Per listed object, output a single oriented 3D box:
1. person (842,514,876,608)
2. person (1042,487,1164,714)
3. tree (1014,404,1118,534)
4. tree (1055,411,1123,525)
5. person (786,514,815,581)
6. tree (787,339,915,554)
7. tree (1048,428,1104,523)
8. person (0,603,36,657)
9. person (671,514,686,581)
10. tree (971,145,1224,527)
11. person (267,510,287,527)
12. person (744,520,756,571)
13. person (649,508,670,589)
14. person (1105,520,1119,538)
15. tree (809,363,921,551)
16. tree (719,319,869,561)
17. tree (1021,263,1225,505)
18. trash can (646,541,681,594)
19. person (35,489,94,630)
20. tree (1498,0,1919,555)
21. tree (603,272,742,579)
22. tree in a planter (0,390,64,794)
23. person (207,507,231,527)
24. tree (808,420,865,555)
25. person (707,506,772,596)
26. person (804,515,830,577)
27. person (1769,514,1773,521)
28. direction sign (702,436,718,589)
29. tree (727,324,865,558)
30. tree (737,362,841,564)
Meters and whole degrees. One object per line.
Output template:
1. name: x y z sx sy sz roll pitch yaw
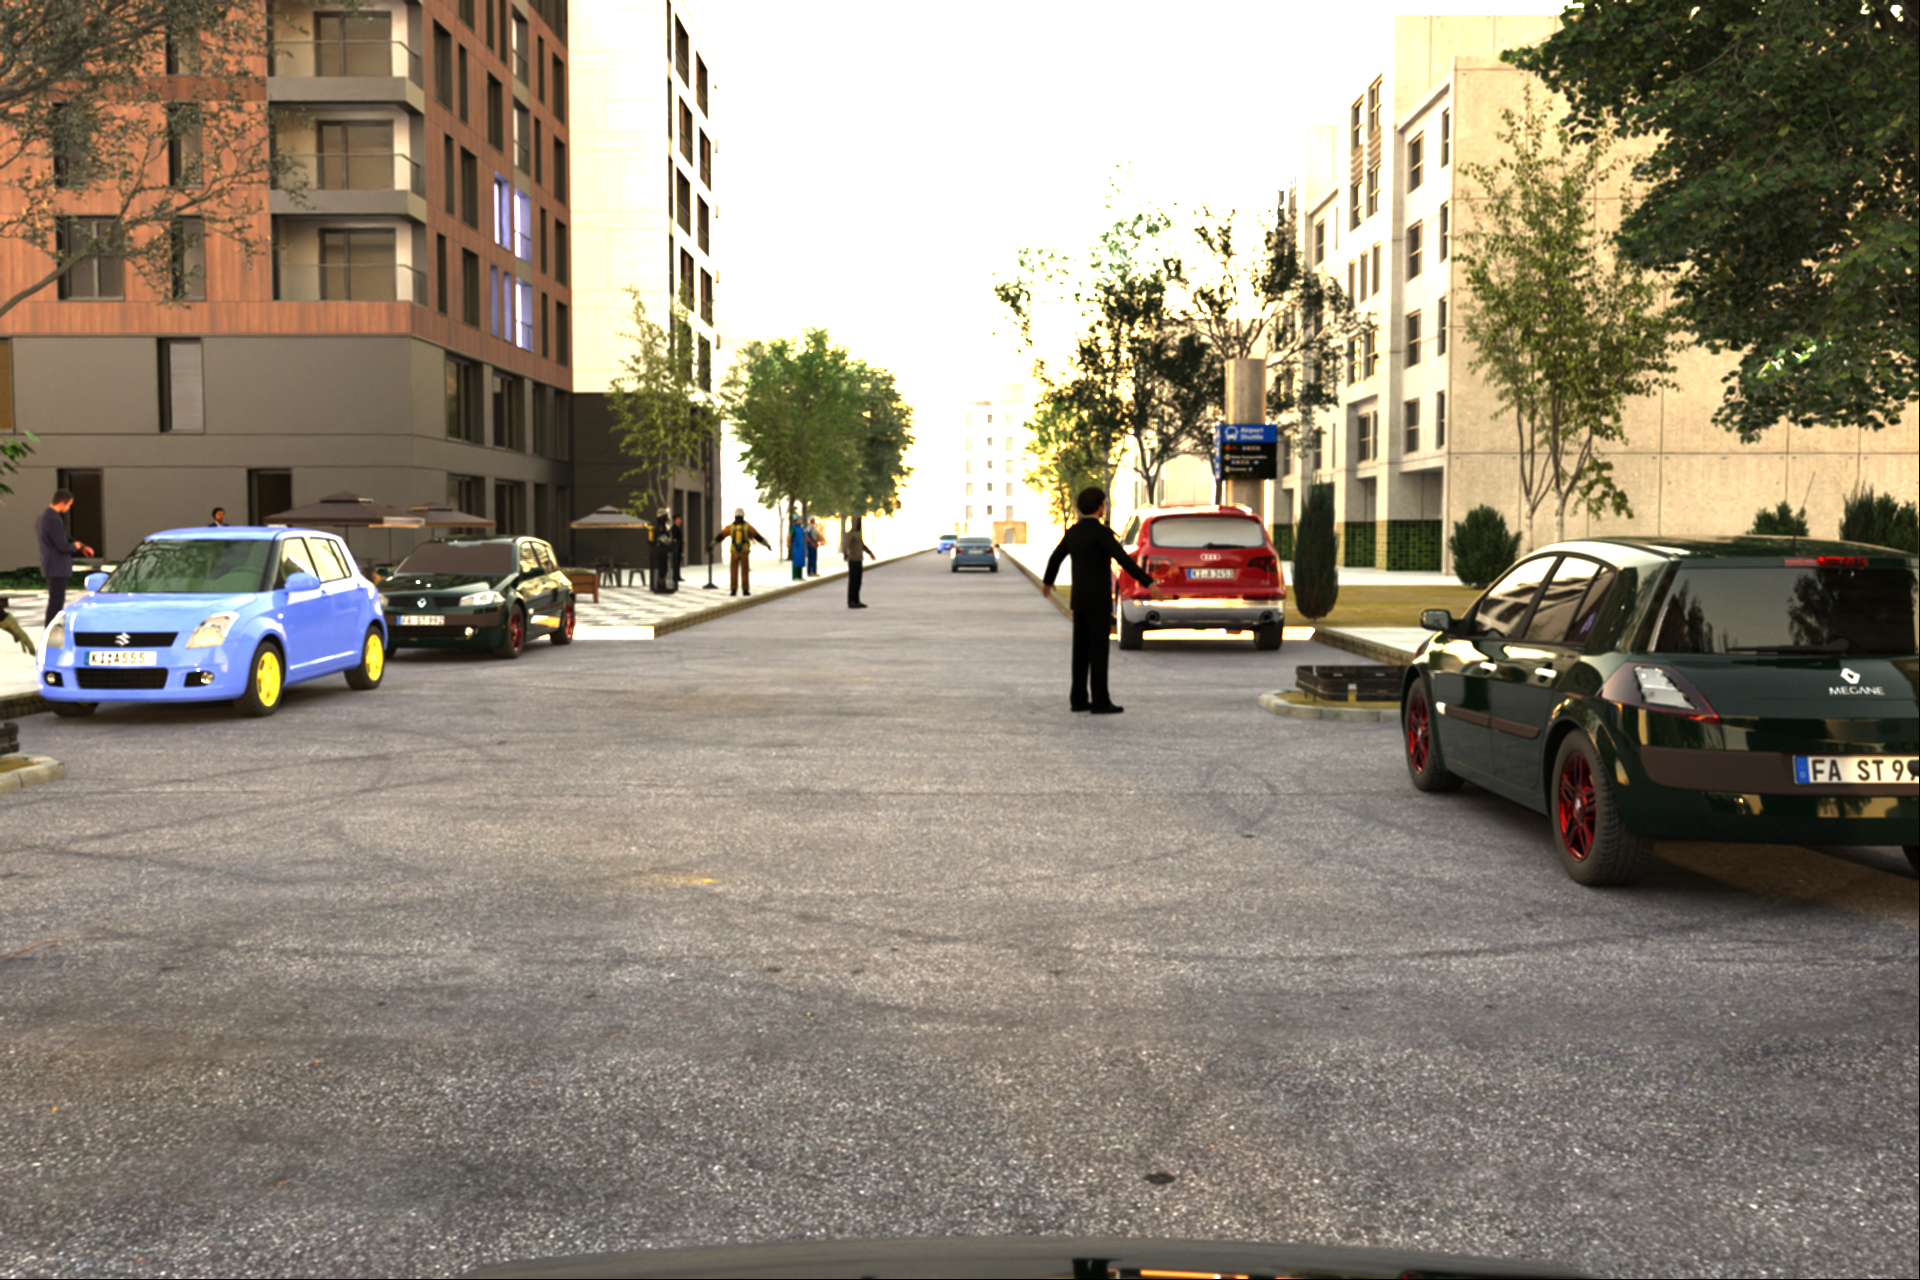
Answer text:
1. person: -2.004 -1.532 33.626 0.705 1.813 1.348 1 4 21
2. person: 1.082 -0.323 13.932 0.705 1.806 1.347 -3 5 -39
3. tree: 7.737 -12.188 125.028 9.928 11.665 9.643 0 3 0
4. tree: 7.801 -9.201 100.800 4.737 8.622 4.395 0 3 0
5. person: -4.383 -2.508 47.127 0.704 1.817 1.347 2 4 28
6. tree: -7.821 -12.700 114.301 9.857 13.997 8.962 0 3 0
7. tree: 8.114 -10.215 117.371 4.737 8.622 4.395 0 3 0
8. person: -4.691 0.075 7.361 1.346 1.812 0.704 -1 4 -13
9. person: -7.660 -2.516 47.069 0.705 1.837 1.347 0 4 1
10. tree: 6.941 -14.146 87.169 12.611 20.169 13.585 0 3 0
11. person: -14.626 -1.901 37.270 1.347 1.806 0.705 2 4 24
12. person: -7.335 -3.272 59.964 0.721 1.772 1.216 -2 4 -28
13. person: -6.602 -2.008 38.605 0.705 1.856 1.354 -1 4 -16
14. person: 5.281 -3.431 62.363 1.348 1.796 0.705 -1 4 -12
15. tree: -7.619 -13.598 128.986 9.857 13.997 8.962 0 3 0
16. tree: -7.988 -9.630 83.213 9.928 11.665 9.643 0 3 0
17. tree: 6.592 -7.648 59.453 8.767 10.594 7.601 -2 4 -31
18. trash can: -6.365 -1.564 37.221 0.748 1.137 0.748 0 3 0
19. person: -9.717 -0.755 18.834 0.568 1.767 0.683 -3 5 -42
20. tree: 9.660 -6.727 16.637 9.857 13.997 8.962 0 3 0
21. tree: -8.338 -6.057 49.392 4.737 8.622 4.395 0 3 0
22. tree in a planter: -6.271 -0.759 9.625 1.991 3.239 1.994 0 4 1
23. person: -12.774 -1.423 29.982 1.216 1.740 0.721 -3 5 -42
24. tree: -7.425 -9.473 105.242 4.360 8.622 3.978 0 3 0
25. person: -4.589 -1.854 36.075 1.354 1.858 0.705 0 4 -3
26. person: -4.441 -2.842 52.320 1.347 1.847 0.705 3 5 45
27. person: 21.179 -2.414 45.608 0.704 1.843 1.345 2 4 29
28. direction sign: -5.858 -2.968 40.529 0.379 3.537 0.876 0 4 2
29. tree: -8.847 -10.750 93.884 7.486 12.596 7.792 0 3 0
30. tree: -7.522 -7.626 75.051 4.737 8.622 4.395 0 3 0
